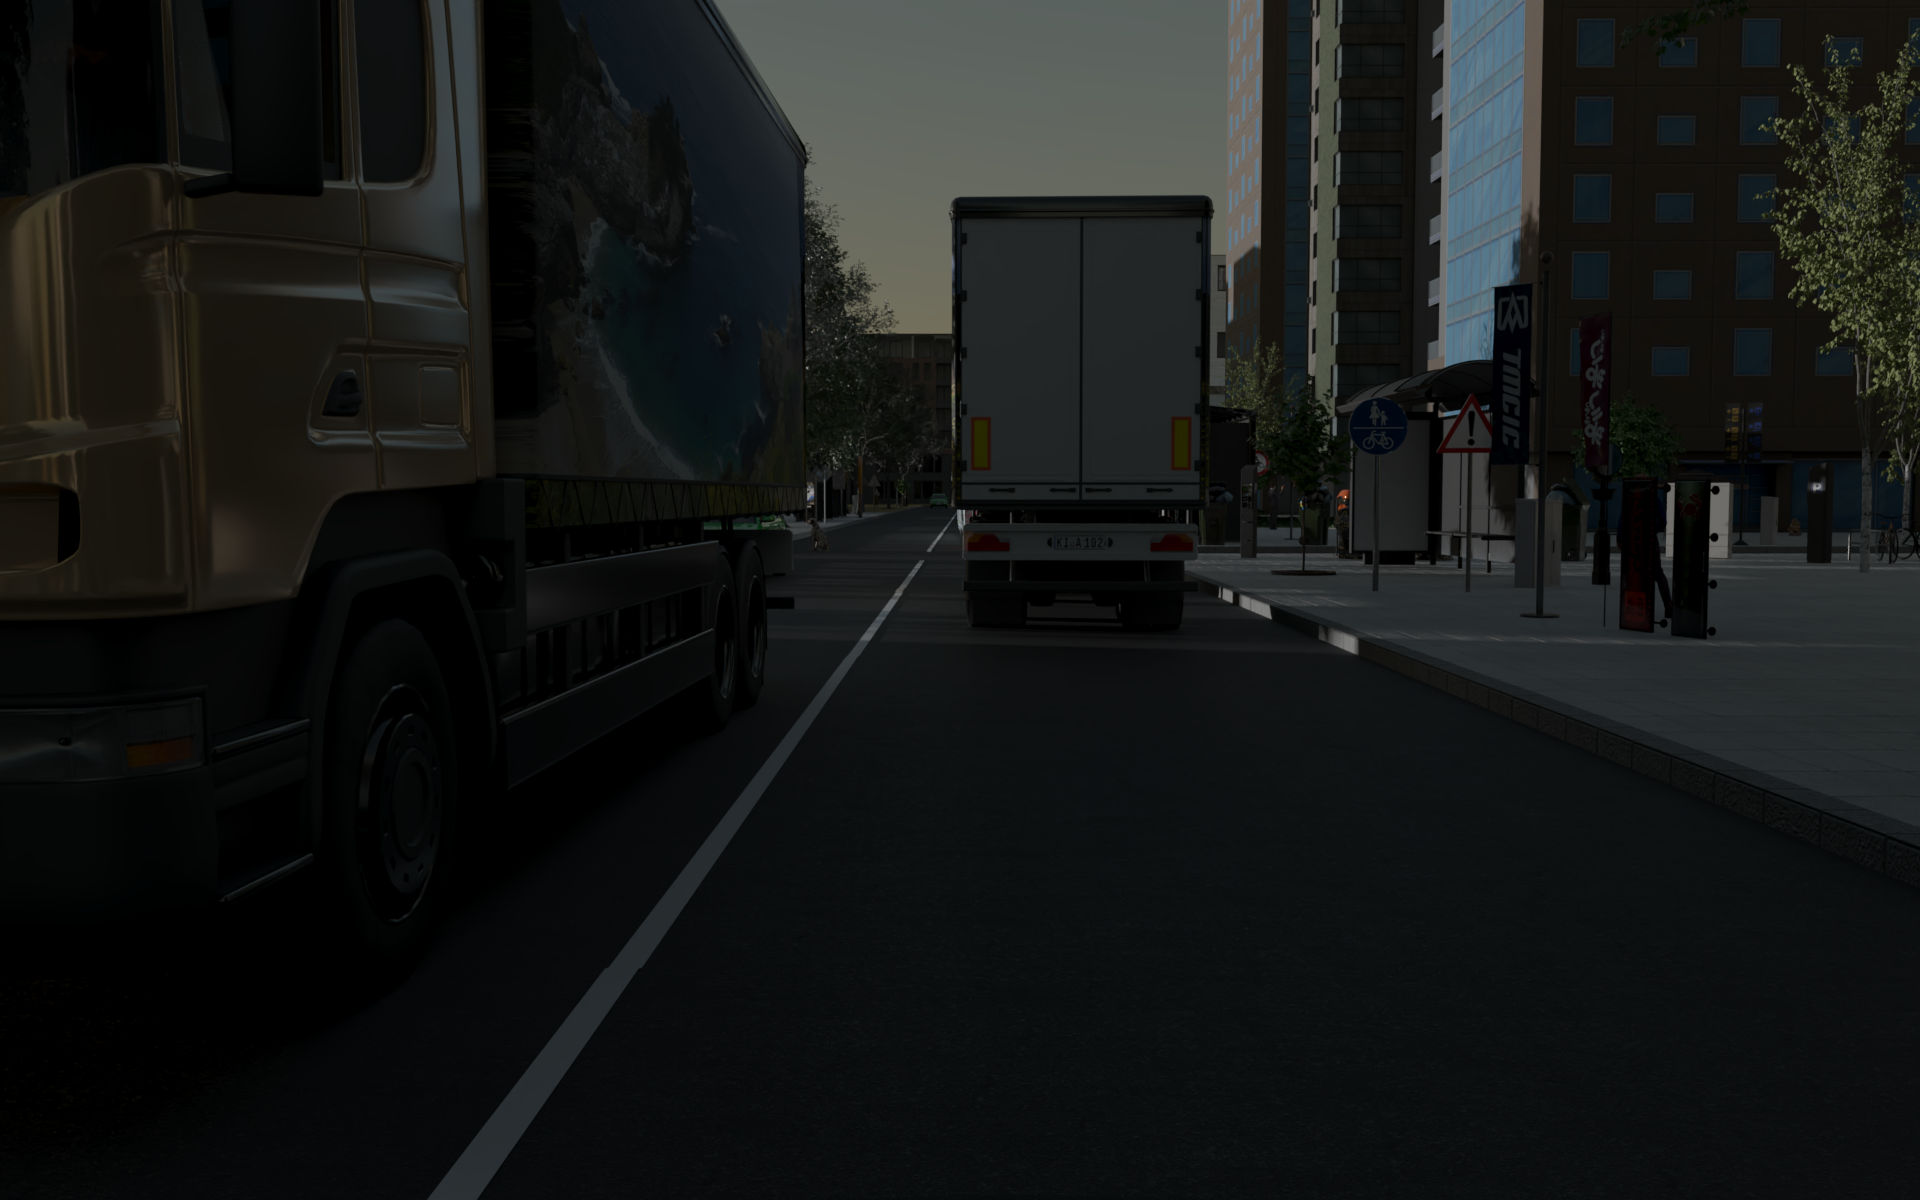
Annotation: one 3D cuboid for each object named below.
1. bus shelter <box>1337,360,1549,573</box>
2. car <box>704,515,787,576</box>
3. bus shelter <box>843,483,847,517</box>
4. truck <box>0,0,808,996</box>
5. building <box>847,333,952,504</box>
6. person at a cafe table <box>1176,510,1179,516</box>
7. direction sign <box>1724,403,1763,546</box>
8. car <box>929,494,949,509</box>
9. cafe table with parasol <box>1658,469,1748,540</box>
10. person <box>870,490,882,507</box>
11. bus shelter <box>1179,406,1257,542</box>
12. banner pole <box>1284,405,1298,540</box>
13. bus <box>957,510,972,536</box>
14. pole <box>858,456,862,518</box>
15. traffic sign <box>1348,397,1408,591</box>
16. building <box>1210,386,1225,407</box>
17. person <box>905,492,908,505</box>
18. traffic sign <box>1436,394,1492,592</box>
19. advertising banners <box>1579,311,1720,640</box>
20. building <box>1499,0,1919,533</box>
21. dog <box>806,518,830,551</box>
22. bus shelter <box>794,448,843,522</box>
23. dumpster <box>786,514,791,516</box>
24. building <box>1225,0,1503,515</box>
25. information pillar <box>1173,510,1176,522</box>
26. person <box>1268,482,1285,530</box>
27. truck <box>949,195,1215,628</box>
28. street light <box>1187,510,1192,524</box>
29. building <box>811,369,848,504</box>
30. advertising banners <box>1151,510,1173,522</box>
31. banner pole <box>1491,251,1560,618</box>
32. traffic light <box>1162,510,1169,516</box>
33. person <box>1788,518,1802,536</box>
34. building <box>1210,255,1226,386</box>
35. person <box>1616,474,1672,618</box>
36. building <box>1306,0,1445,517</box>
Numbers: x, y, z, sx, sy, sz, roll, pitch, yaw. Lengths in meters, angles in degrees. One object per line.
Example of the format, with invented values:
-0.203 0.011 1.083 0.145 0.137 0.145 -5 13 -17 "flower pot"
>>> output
7.860 -2.138 28.877 2.014 3.302 5.546 0 4 0 "bus shelter"
-3.977 -1.238 29.040 1.959 1.807 4.718 0 4 2 "car"
-6.949 -6.361 95.282 1.731 3.624 6.357 0 4 0 "bus shelter"
-2.643 -1.190 8.375 2.839 4.237 11.283 0 4 2 "truck"
2.662 -23.663 230.860 32.646 21.610 27.936 0 4 0 "building"
11.844 -5.191 93.382 1.698 1.524 1.622 2 4 30 "person at a cafe table"
19.520 -3.132 43.204 0.876 3.537 0.379 3 5 40 "direction sign"
-2.111 -10.060 173.274 1.959 1.807 4.718 0 4 0 "car"
20.357 -2.635 47.954 2.610 1.966 2.610 3 4 36 "cafe table with parasol"
-8.599 -10.438 177.442 1.217 1.736 0.721 -1 4 -23 "person"
6.957 -3.477 48.134 1.731 3.624 6.357 0 4 0 "bus shelter"
9.287 -3.572 48.413 0.401 3.779 0.863 1 4 9 "banner pole"
1.269 -3.786 56.757 2.948 3.499 13.247 0 4 -1 "bus"
-5.362 -6.070 93.083 0.158 3.312 0.155 0 3 0 "pole"
5.505 -1.392 22.871 0.768 2.556 0.104 0 4 8 "traffic sign"
23.752 -11.757 134.376 9.099 9.664 28.070 0 4 0 "building"
-6.031 -11.443 193.277 0.705 1.807 1.348 1 4 20 "person"
6.640 -1.380 22.570 0.884 2.594 0.081 0 4 2 "traffic sign"
6.338 -1.218 16.095 0.090 3.025 2.074 -1 4 -14 "advertising banners"
26.140 -25.248 62.916 14.200 45.320 14.600 0 4 0 "building"
-3.549 -1.664 44.042 0.513 0.831 0.800 -2 4 -23 "dog"
-6.870 -5.640 83.500 1.731 3.624 6.357 0 4 0 "bus shelter"
-10.349 -5.949 99.756 1.502 2.255 1.985 0 4 0 "dumpster"
25.092 -28.203 111.222 14.600 45.320 14.200 0 4 0 "building"
5.810 -2.677 48.256 0.304 2.012 0.304 3 5 44 "information pillar"
11.388 -3.385 62.196 0.742 1.727 0.445 3 5 39 "person"
1.365 -2.018 21.907 2.839 4.237 11.283 0 4 2 "truck"
4.137 -3.833 35.204 1.470 5.913 1.316 0 4 0 "street light"
-29.985 -23.656 230.742 32.646 21.610 27.936 0 4 0 "building"
4.989 -3.077 46.491 2.074 3.025 0.090 -2 4 -33 "advertising banners"
5.910 -1.721 18.155 0.401 3.779 0.863 -3 4 -38 "banner pole"
4.248 -2.871 35.861 0.839 4.253 0.868 0 4 0 "traffic light"
25.550 -2.234 53.043 0.381 0.543 0.357 1 4 11 "person"
33.616 -19.589 164.252 27.936 21.610 32.646 0 4 0 "building"
7.189 -0.574 18.119 0.574 1.496 0.600 2 4 26 "person"
25.090 -19.441 89.562 14.160 30.474 14.107 0 4 0 "building"
